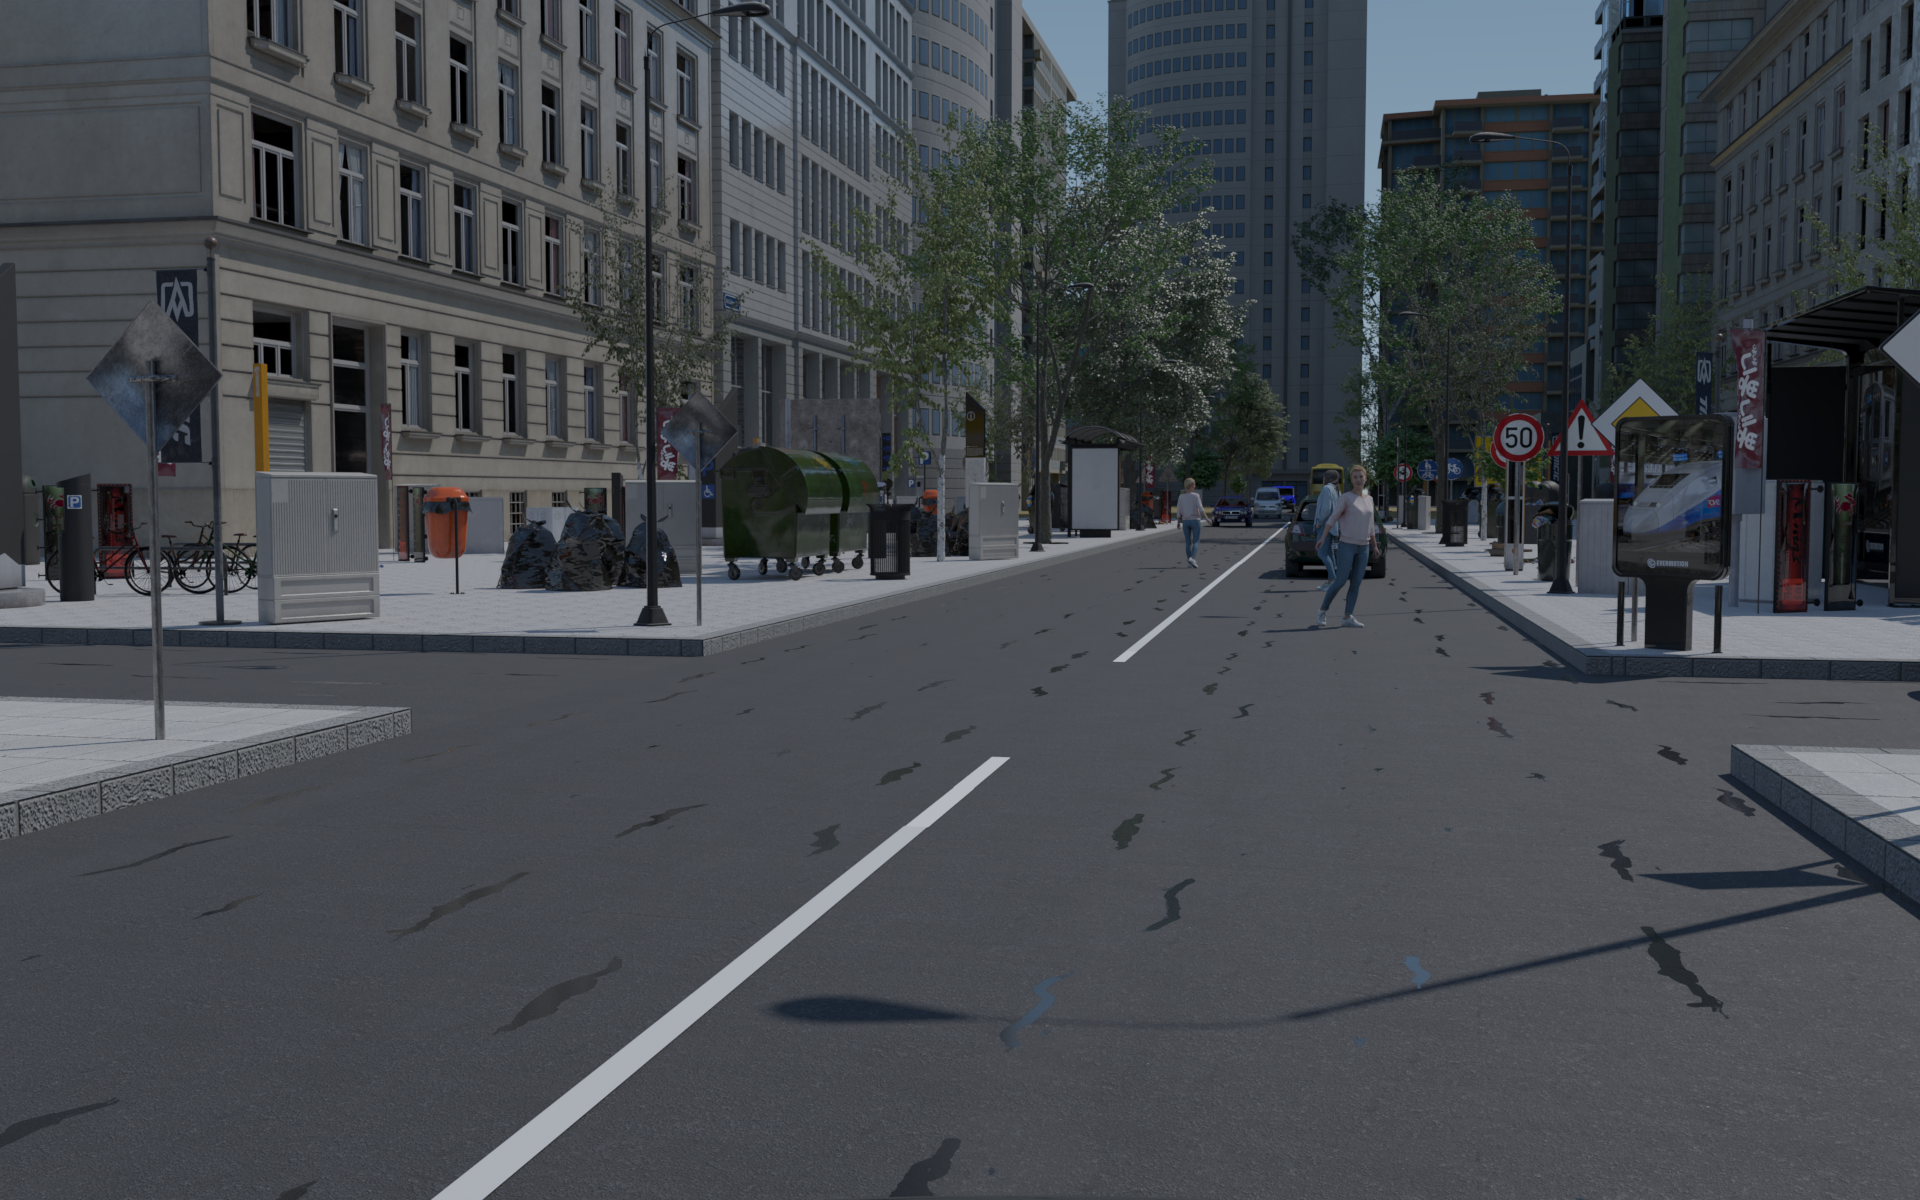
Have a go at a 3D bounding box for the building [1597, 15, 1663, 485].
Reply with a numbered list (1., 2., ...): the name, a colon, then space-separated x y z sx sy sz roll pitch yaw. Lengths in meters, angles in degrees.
1. building: 47.026 -20.535 107.447 14.160 30.474 14.107 1 4 12

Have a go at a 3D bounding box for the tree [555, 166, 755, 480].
1. tree: -7.141 -5.468 39.772 4.360 8.622 3.978 0 3 0

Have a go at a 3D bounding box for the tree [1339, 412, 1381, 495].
1. tree: 35.473 -12.285 151.222 4.360 8.622 3.978 0 3 0

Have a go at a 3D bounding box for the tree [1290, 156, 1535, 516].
1. tree: 25.354 -14.772 97.417 12.611 20.169 13.585 0 3 0

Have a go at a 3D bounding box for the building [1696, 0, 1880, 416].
1. building: 40.937 -14.431 69.236 16.112 22.955 30.059 1 4 12

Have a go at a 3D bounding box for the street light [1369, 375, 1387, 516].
1. street light: 16.562 -5.749 66.540 1.470 5.913 1.316 1 4 12

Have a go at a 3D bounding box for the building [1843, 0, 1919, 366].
1. building: 32.291 -11.771 47.202 10.420 20.320 16.860 1 4 12

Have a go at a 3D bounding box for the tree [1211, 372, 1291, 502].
1. tree: 27.274 -14.887 161.526 7.486 12.596 7.792 0 3 0

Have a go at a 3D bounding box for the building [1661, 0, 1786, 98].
1. building: 45.082 -25.049 93.149 14.154 41.232 14.086 1 4 12

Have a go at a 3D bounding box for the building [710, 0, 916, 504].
1. building: -10.808 -18.357 77.634 11.434 29.767 29.804 1 4 12

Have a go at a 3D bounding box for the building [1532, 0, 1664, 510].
1. building: 55.671 -49.815 127.141 22.319 86.520 31.000 1 4 12

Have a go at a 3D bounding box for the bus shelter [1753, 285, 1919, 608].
1. bus shelter: 11.673 -1.904 22.407 1.731 3.624 6.357 1 4 12

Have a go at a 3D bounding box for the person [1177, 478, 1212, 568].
1. person: 4.527 -1.492 33.568 0.731 1.740 0.598 1 4 18

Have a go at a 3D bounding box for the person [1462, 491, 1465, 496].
1. person: 48.523 -9.613 166.616 0.436 1.711 0.756 1 4 18

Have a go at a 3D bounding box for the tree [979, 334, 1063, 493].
1. tree: 2.923 -7.768 77.369 4.360 8.622 3.978 0 3 0

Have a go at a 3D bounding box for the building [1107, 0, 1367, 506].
1. building: 31.144 -40.002 196.027 28.212 58.520 21.231 1 4 12

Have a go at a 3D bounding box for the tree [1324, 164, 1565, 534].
1. tree: 15.369 -7.942 55.612 9.928 11.665 9.643 0 3 0

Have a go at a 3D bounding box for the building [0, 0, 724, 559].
1. building: -18.784 -13.193 48.986 16.112 22.955 30.059 1 4 12

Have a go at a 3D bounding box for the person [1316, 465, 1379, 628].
1. person: 4.092 -0.581 18.672 0.731 1.740 0.598 -3 4 -38

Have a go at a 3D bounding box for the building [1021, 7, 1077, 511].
1. building: -3.795 -27.425 140.275 23.993 40.220 32.217 1 4 12

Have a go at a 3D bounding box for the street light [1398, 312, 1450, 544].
1. street light: 11.864 -4.382 44.190 1.470 5.913 1.316 1 4 12

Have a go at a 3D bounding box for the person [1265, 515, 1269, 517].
1. person: 18.954 -5.859 107.534 0.697 1.427 0.421 0 4 7

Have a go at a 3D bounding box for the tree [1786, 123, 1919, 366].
1. tree: 18.358 -5.073 33.300 4.737 8.622 4.395 0 3 0

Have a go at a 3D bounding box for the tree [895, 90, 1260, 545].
1. tree: 2.353 -7.251 44.303 9.928 11.665 9.643 0 3 0

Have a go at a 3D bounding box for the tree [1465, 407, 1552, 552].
1. tree: 12.352 -2.684 38.492 1.663 3.219 1.824 0 3 0

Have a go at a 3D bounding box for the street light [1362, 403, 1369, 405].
1. street light: 21.149 -7.078 88.265 1.470 5.913 1.316 1 4 12

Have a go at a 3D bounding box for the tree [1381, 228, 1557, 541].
1. tree: 14.178 -5.937 47.427 4.360 8.622 3.978 0 3 0

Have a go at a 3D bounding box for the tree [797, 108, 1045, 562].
1. tree: -0.589 -5.033 32.660 4.737 8.622 4.395 0 3 0

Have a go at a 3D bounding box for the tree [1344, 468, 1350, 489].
1. tree: 36.538 -10.673 158.213 4.285 4.588 4.351 0 3 0

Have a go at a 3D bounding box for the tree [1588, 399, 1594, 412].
1. tree: 30.870 -7.834 78.442 4.737 8.622 4.395 0 3 0

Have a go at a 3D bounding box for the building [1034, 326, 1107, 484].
1. building: 3.381 -22.058 205.681 28.899 21.520 27.650 1 4 12

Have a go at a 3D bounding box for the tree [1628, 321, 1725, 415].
1. tree: 30.098 -7.474 72.564 4.360 8.622 3.978 0 3 0

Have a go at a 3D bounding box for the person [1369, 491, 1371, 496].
1. person: 39.210 -9.573 165.950 0.436 1.711 0.756 3 5 43

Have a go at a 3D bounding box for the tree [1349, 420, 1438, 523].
1. tree: 19.430 -5.646 76.021 4.285 4.588 4.351 0 3 0

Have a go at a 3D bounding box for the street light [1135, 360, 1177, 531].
1. street light: 6.815 -5.358 60.145 1.470 5.913 1.316 1 4 12

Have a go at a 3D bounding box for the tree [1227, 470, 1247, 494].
1. tree: 22.613 -8.925 140.531 1.663 3.219 1.824 0 3 0

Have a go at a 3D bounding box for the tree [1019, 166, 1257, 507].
1. tree: 6.573 -9.782 66.591 9.857 13.997 8.962 0 3 0

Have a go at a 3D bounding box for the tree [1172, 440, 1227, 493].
1. tree: 14.574 -7.412 104.893 4.285 4.588 4.351 0 3 0

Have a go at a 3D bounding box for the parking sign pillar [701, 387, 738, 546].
1. parking sign pillar: -6.007 -3.350 43.250 1.447 3.967 1.447 1 4 18

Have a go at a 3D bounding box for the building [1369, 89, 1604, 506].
1. building: 59.156 -32.805 190.979 28.867 44.769 22.147 1 4 12

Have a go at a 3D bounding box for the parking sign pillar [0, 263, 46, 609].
1. parking sign pillar: -11.256 -1.907 19.654 1.447 3.967 1.447 0 4 5

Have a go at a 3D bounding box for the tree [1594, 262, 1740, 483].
1. tree: 23.009 -6.435 55.569 4.737 8.622 4.395 0 3 0

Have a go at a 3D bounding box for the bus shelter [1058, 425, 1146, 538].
1. bus shelter: 4.435 -3.641 53.451 2.014 3.302 5.546 1 4 12

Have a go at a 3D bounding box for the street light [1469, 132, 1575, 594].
1. street light: 7.237 -3.044 22.319 1.470 5.913 1.316 1 4 12

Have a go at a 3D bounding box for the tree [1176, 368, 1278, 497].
1. tree: 18.380 -11.414 121.031 8.767 10.594 7.601 2 4 35

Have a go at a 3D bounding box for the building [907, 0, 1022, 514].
1. building: -8.852 -34.636 108.304 21.231 58.520 28.212 1 4 12

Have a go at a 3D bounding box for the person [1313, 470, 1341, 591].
1. person: 5.491 -1.039 25.749 0.793 1.790 0.793 0 4 -5

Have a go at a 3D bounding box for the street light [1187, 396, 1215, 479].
1. street light: 11.369 -6.710 82.244 1.470 5.913 1.316 1 4 12
